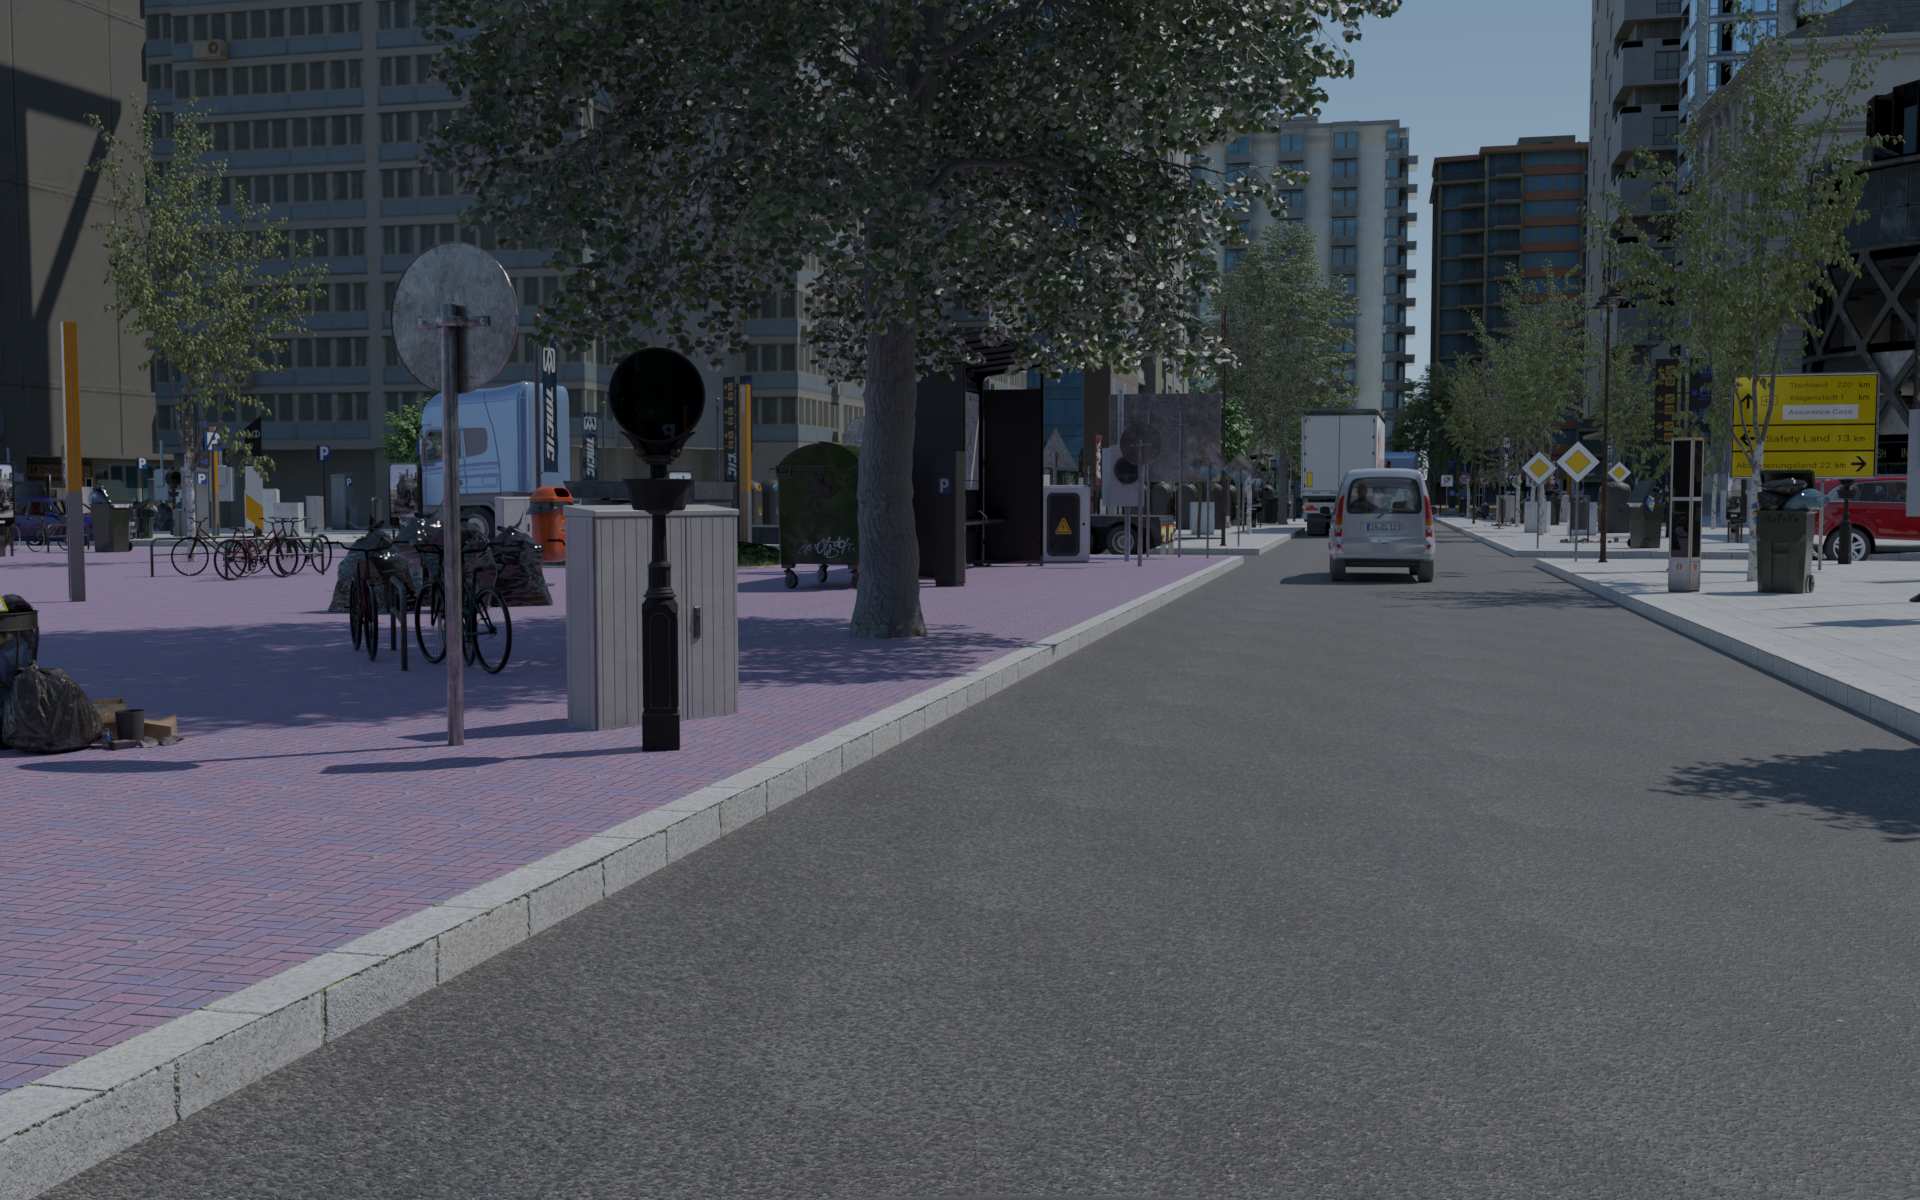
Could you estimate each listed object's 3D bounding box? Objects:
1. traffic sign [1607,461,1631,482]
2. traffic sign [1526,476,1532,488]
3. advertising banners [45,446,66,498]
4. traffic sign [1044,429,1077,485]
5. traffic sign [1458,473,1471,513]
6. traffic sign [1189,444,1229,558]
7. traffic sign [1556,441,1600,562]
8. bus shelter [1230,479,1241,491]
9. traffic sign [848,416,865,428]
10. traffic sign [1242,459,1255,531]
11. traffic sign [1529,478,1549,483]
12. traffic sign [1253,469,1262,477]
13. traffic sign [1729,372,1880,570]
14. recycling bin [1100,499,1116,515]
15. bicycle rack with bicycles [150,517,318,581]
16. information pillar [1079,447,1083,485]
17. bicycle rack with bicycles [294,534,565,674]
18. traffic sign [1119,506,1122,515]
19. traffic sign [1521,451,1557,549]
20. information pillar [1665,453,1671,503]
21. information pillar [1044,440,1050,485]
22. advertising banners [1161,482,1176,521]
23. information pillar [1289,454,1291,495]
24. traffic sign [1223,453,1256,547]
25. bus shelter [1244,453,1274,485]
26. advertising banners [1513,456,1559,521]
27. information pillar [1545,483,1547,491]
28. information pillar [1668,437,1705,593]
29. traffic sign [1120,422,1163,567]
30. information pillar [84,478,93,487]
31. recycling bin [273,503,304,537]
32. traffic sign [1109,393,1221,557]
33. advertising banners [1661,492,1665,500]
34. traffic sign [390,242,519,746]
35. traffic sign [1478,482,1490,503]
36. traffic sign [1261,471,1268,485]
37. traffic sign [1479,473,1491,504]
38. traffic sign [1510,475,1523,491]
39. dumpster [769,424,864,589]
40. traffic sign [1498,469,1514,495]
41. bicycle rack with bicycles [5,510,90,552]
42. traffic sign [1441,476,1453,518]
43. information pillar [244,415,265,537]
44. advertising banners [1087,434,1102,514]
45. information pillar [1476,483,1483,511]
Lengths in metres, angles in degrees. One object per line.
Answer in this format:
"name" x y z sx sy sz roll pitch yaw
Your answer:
"traffic sign" 23.331 -3.679 61.343 0.795 2.450 0.064 1 4 22
"traffic sign" 31.553 -5.717 95.595 0.606 2.300 0.079 1 4 20
"advertising banners" -33.083 -4.083 62.952 2.074 3.025 0.090 1 4 11
"traffic sign" 1.895 -2.119 34.649 0.884 2.594 0.081 1 4 20
"traffic sign" 30.295 -6.358 104.064 0.768 2.556 0.104 1 4 21
"traffic sign" 4.935 -1.884 34.440 0.795 2.450 0.064 1 4 13
"traffic sign" 11.684 -1.784 32.805 0.795 2.450 0.064 1 4 13
"bus shelter" 12.732 -5.745 85.212 1.731 3.624 6.357 1 4 14
"traffic sign" -1.587 -1.729 28.380 0.768 2.556 0.104 1 4 22
"traffic sign" 9.761 -3.638 59.588 0.768 2.556 0.104 1 4 15
"traffic sign" 26.568 -4.863 79.508 0.884 2.594 0.081 1 4 15
"traffic sign" 14.895 -5.348 87.550 0.768 2.556 0.104 1 4 23
"traffic sign" 14.193 -2.161 29.201 2.265 3.308 0.079 1 4 17
"recycling bin" 7.275 -4.422 84.857 0.722 1.027 0.722 1 4 15
"bicycle rack with bicycles" -11.096 -0.842 27.152 2.852 0.926 2.925 2 4 31
"information pillar" 6.088 -5.866 87.262 0.183 3.616 0.504 -1 4 -14
"bicycle rack with bicycles" -3.582 -0.006 13.475 2.852 0.926 2.925 -1 4 -19
"traffic sign" 4.266 -2.808 46.023 0.768 2.556 0.104 1 4 18
"traffic sign" 13.548 -2.259 40.570 0.795 2.450 0.064 1 4 13
"information pillar" 36.004 -5.913 88.039 0.183 3.616 0.504 0 4 3
"information pillar" 3.671 -5.060 74.086 0.183 3.616 0.504 2 4 35
"advertising banners" 10.196 -5.319 83.153 0.090 3.025 2.074 3 5 43
"information pillar" 18.601 -6.502 97.666 0.183 3.616 0.504 1 4 14
"traffic sign" 6.800 -2.359 42.205 0.795 2.450 0.064 1 4 13
"bus shelter" 17.613 -6.838 103.079 1.731 3.624 6.357 1 4 14
"advertising banners" 26.770 -5.159 80.533 2.074 3.025 0.090 0 4 3
"information pillar" 30.750 -5.257 90.440 0.304 2.012 0.304 0 4 4
"information pillar" 9.477 -1.108 22.613 0.304 2.012 0.304 -3 5 -42
"traffic sign" 3.184 -1.865 30.591 0.768 2.556 0.104 1 4 16
"information pillar" -40.069 -4.597 79.652 0.304 2.012 0.304 -3 5 -39
"recycling bin" -19.726 -2.345 50.899 0.722 1.027 0.722 -1 4 -9
"traffic sign" 4.135 -2.521 35.097 2.265 3.308 0.079 1 4 15
"advertising banners" 36.785 -5.725 89.790 2.074 3.025 0.090 -3 4 -38
"traffic sign" -2.579 -0.531 8.782 0.768 2.556 0.104 1 4 20
"traffic sign" 33.630 -6.809 111.335 0.884 2.594 0.081 1 4 20
"traffic sign" 16.883 -5.931 97.081 0.768 2.556 0.104 1 4 16
"traffic sign" 32.384 -6.531 106.883 0.768 2.556 0.104 1 4 21
"traffic sign" 33.553 -6.326 104.613 0.795 2.450 0.064 1 4 20
"dumpster" -1.676 -1.322 24.113 1.502 2.255 1.985 1 4 13
"traffic sign" 25.930 -5.030 82.339 0.768 2.556 0.104 1 4 20
"bicycle rack with bicycles" -21.042 -1.551 38.737 2.852 0.926 2.925 0 4 1
"traffic sign" 26.261 -5.586 93.458 0.606 2.300 0.079 1 4 14
"information pillar" -20.967 -3.676 51.459 0.504 3.616 0.183 -2 4 -30
"advertising banners" 3.743 -3.301 50.163 0.090 3.025 2.074 2 4 26
"information pillar" 33.212 -6.500 110.761 0.304 2.012 0.304 -2 4 -24
